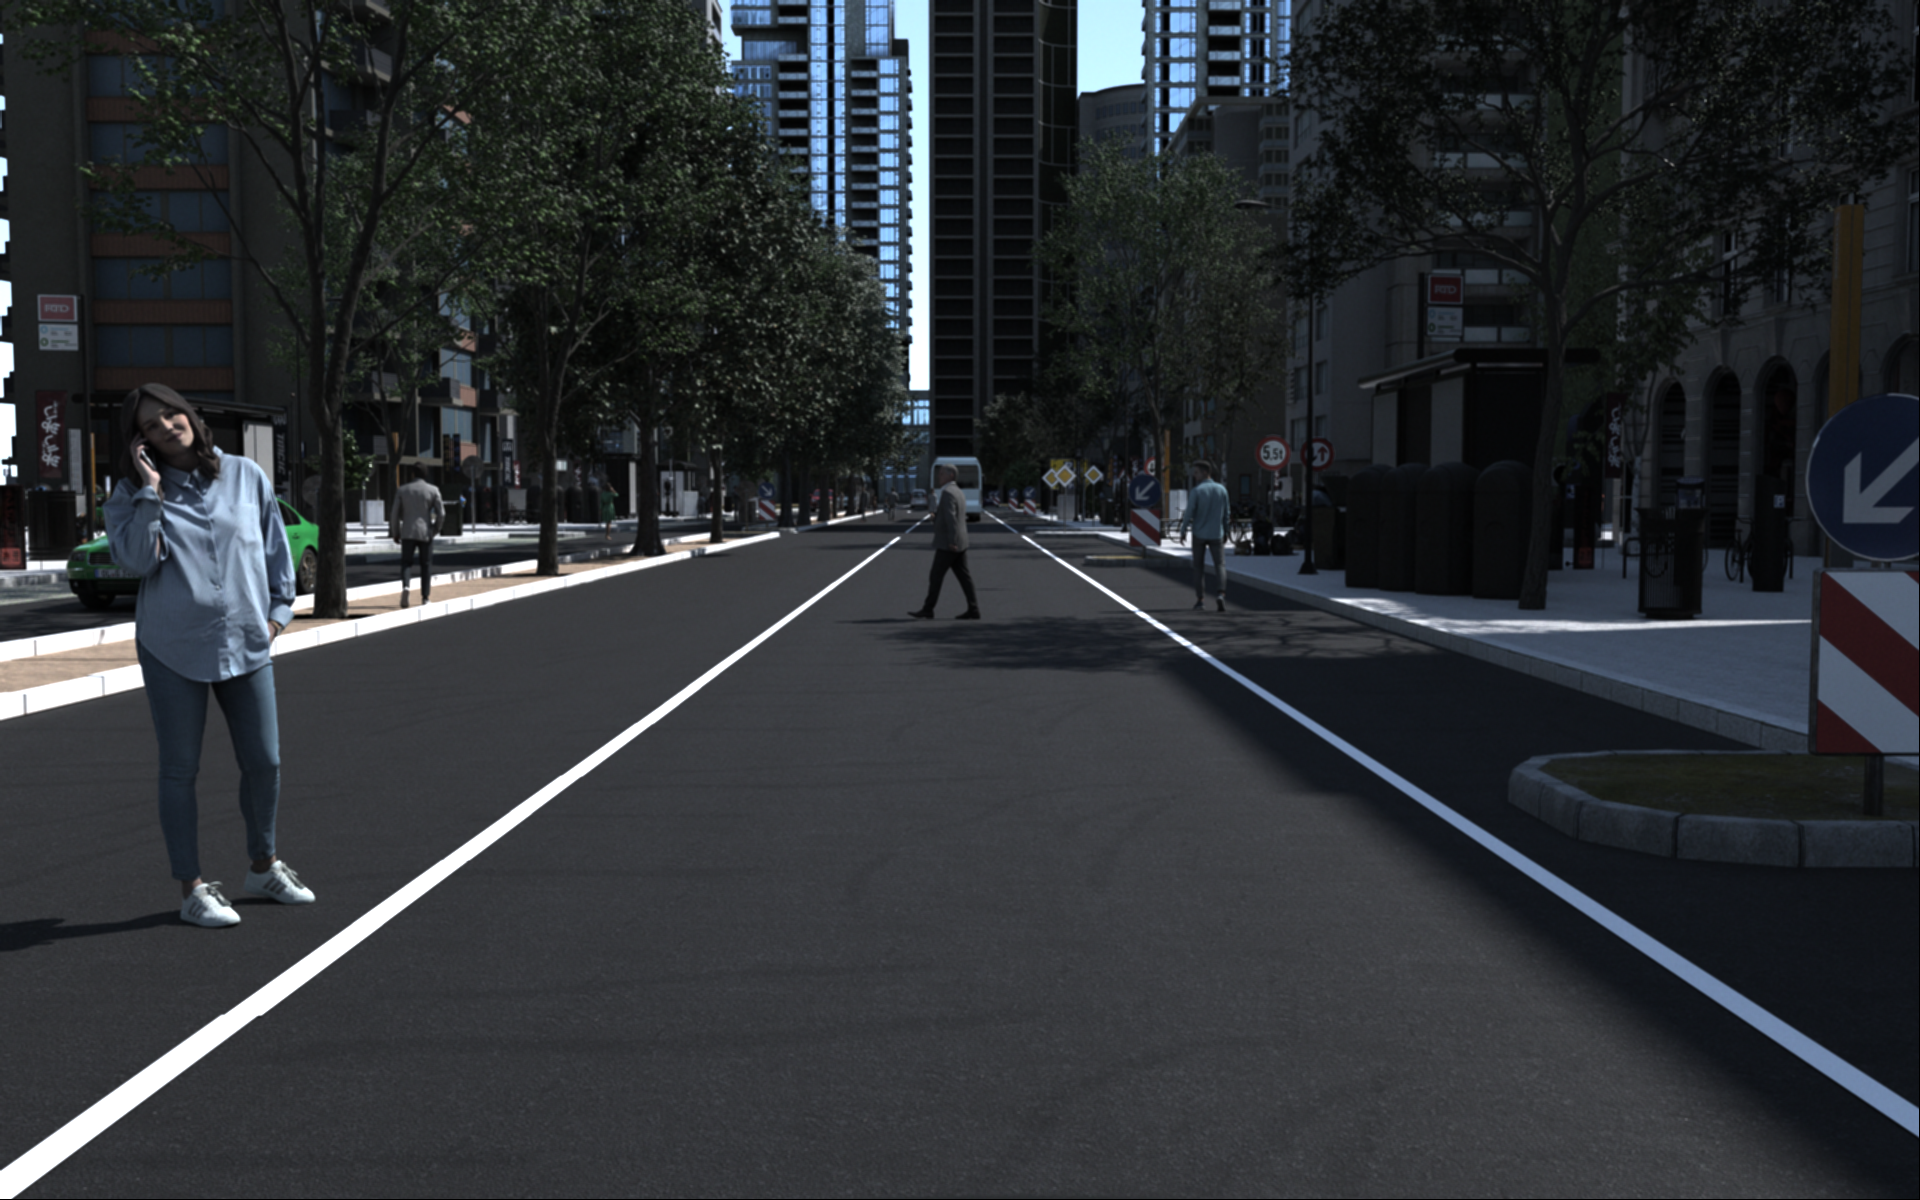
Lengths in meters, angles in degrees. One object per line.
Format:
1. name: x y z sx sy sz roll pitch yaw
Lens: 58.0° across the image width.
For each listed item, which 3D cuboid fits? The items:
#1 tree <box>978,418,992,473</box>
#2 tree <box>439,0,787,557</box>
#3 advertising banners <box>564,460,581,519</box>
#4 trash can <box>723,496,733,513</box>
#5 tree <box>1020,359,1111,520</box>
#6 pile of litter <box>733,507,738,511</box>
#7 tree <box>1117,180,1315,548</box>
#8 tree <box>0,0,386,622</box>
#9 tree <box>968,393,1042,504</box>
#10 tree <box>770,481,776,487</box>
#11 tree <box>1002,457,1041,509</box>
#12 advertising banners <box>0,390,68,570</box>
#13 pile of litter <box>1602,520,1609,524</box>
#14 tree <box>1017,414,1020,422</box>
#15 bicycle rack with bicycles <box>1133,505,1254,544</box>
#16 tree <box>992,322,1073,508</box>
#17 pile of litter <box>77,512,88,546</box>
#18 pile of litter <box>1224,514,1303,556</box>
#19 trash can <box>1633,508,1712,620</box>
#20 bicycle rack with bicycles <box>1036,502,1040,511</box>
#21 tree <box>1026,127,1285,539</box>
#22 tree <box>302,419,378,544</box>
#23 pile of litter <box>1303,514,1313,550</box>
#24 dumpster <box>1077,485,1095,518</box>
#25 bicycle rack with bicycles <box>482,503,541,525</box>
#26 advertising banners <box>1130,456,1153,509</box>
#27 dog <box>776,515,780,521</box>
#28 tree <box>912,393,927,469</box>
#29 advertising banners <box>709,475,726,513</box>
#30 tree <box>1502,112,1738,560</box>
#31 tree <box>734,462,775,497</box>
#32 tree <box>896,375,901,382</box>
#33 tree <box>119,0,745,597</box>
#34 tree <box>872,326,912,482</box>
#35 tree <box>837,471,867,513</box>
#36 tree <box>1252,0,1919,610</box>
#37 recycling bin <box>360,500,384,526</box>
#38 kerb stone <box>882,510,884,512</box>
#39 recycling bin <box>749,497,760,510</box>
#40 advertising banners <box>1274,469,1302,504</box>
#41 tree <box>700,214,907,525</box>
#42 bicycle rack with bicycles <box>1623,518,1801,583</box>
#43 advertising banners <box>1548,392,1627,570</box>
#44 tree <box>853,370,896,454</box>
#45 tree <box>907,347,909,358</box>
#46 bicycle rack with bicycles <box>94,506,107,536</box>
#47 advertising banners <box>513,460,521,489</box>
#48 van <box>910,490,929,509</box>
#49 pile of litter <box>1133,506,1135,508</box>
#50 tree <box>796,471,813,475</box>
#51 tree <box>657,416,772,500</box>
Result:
1. tree: 6.461 -12.051 131.446 8.767 10.594 7.601 1 4 20
2. tree: -7.178 -7.352 39.676 9.611 12.733 9.660 0 3 0
3. advertising banners: -20.011 -5.575 87.335 2.074 3.025 0.090 0 4 -8
4. trash can: -16.037 -6.618 119.864 0.748 1.137 0.748 0 3 0
5. tree: 5.905 -8.218 84.724 4.360 8.622 3.978 0 3 0
6. pile of litter: -17.266 -7.346 134.076 1.719 0.858 1.176 -1 4 -22
7. tree: 6.362 -5.577 41.548 4.360 8.622 3.978 0 3 0
8. tree: -7.115 -5.577 19.401 9.928 11.665 9.643 0 3 0
9. tree: 6.105 -18.739 213.044 9.857 13.997 8.962 0 3 0
10. tree: -16.996 -9.526 150.349 1.663 3.219 1.824 0 3 0
11. tree: 5.621 -10.275 151.715 4.285 4.588 4.351 0 3 0
12. advertising banners: -16.059 -2.017 29.173 2.074 3.025 0.090 0 4 -4
13. pile of litter: 27.335 -3.718 74.754 1.176 0.858 1.719 0 4 2
14. tree: 5.773 -9.278 102.052 4.360 8.622 3.978 0 3 0
15. bicycle rack with bicycles: 6.618 -1.947 45.209 2.925 0.926 2.852 -3 4 -37
16. tree: 6.174 -8.550 74.209 8.767 10.594 7.601 0 4 -4
17. pile of litter: -21.484 -1.700 41.767 1.176 0.858 1.719 -2 4 -29
18. pile of litter: 6.259 -1.373 36.407 1.719 0.858 1.176 1 4 12
19. trash can: 7.312 -0.377 17.814 0.748 1.137 0.748 0 3 0
20. bicycle rack with bicycles: 7.073 -7.382 134.073 2.925 0.926 2.852 2 4 25
21. tree: 5.631 -7.570 49.527 9.928 11.665 9.643 0 3 0
22. tree: -15.820 -3.070 44.793 1.663 3.219 1.824 0 3 0
23. pile of litter: 8.186 -1.596 40.059 1.719 0.858 1.176 0 4 -7
24. dumpster: 6.727 -5.371 93.577 1.264 1.857 1.865 0 3 0
25. bicycle rack with bicycles: -18.367 -3.614 72.470 2.925 0.926 2.852 -1 4 -10
26. advertising banners: 8.639 -5.079 79.229 2.074 3.025 0.090 -2 4 -26
27. dog: -8.975 -4.141 86.996 0.540 0.507 0.406 -3 4 -36
28. tree: -6.914 -11.623 109.498 9.611 12.733 9.660 0 3 0
29. advertising banners: -16.832 -7.429 117.656 2.074 3.025 0.090 0 4 1
30. tree: 12.995 -5.086 33.521 4.737 8.622 4.395 0 3 0
31. tree: -16.723 -9.632 141.199 4.285 4.588 4.351 0 3 0
32. tree: -7.168 -10.487 99.680 9.928 11.665 9.643 0 3 0
33. tree: -7.057 -6.203 29.635 9.928 11.665 9.643 0 3 0
34. tree: -6.992 -9.172 69.425 9.611 12.733 9.660 0 3 0
35. tree: -7.338 -10.398 122.826 4.360 8.622 3.978 0 3 0
36. tree: 6.661 -5.161 18.791 7.601 10.594 8.767 2 4 31
37. recycling bin: -23.656 -3.494 69.687 0.722 1.027 0.722 -3 5 -42
38. kerb stone: -6.204 -6.850 134.268 0.120 0.150 1.000 0 3 0
39. recycling bin: -16.110 -7.527 135.615 0.722 1.027 0.722 -2 4 -25
40. advertising banners: 19.110 -6.376 100.439 2.074 3.025 0.090 1 4 9
41. tree: -7.201 -10.410 79.322 9.857 13.997 8.962 0 3 0
42. bicycle rack with bicycles: 11.559 -0.789 26.284 2.925 0.926 2.852 -3 5 -42
43. advertising banners: 10.620 -2.035 29.466 2.074 3.025 0.090 -2 4 -29
44. tree: -6.924 -7.422 49.560 9.928 11.665 9.643 0 3 0
45. tree: -7.063 -11.018 89.260 9.857 13.997 8.962 0 3 0
46. bicycle rack with bicycles: -24.834 -2.402 52.648 2.852 0.926 2.925 -2 4 -35
47. advertising banners: -22.613 -5.773 90.577 0.090 3.025 2.074 2 4 30
48. van: -3.847 -9.689 165.423 2.013 2.044 4.112 0 4 1
49. pile of litter: 12.178 -6.830 125.638 1.176 0.858 1.719 2 4 33
50. tree: -16.213 -15.184 182.664 8.767 10.594 7.601 1 4 9
51. tree: -16.035 -10.821 111.333 7.601 10.594 8.767 1 4 9
